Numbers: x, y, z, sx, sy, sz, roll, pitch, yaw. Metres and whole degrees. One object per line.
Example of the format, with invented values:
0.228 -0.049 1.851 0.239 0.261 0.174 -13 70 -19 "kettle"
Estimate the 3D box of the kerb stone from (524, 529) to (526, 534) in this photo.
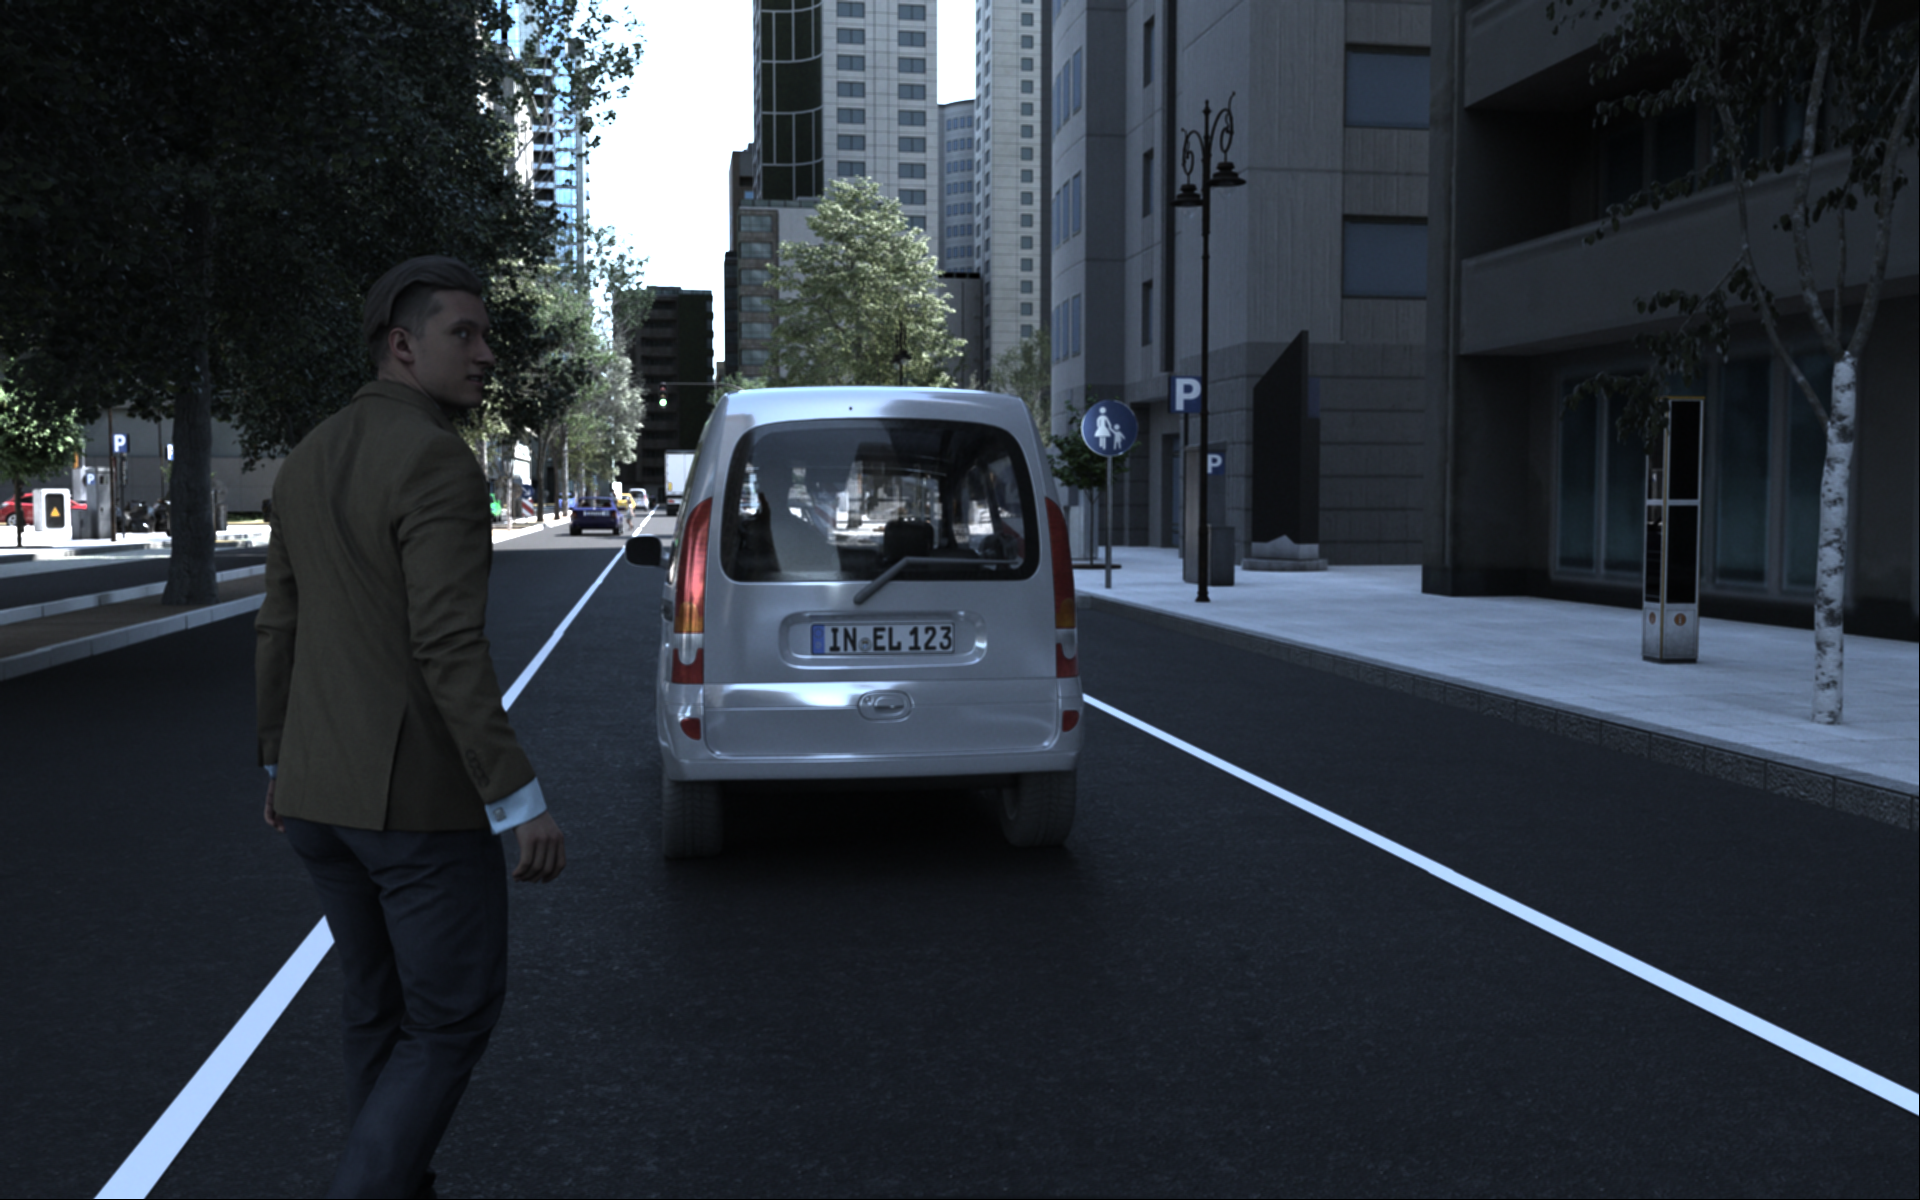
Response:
-15.563 -2.392 61.388 0.120 0.150 1.000 -1 4 -10 "kerb stone"

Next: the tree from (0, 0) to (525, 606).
-9.993 -6.912 22.126 9.857 13.997 8.962 0 3 0 "tree"

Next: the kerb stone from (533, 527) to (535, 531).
-16.241 -2.644 65.431 0.120 0.150 1.000 -1 4 -10 "kerb stone"

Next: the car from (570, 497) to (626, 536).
-12.815 -2.971 61.152 1.945 1.354 3.894 -1 4 -9 "car"

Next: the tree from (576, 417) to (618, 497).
-30.506 -11.713 144.330 4.360 8.622 3.978 0 3 0 "tree"

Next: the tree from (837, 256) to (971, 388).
-1.912 -6.294 53.267 4.737 8.622 4.395 0 3 0 "tree"

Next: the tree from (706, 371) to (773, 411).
-17.505 -13.450 145.670 9.928 11.665 9.643 0 3 0 "tree"

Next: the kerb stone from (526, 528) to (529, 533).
-15.729 -2.458 62.399 0.120 0.150 1.000 -1 4 -10 "kerb stone"

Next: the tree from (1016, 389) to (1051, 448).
4.614 -10.078 115.141 4.360 8.622 3.978 0 3 0 "tree"

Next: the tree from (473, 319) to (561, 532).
-17.170 -6.907 65.743 4.360 8.622 3.978 0 3 0 "tree"

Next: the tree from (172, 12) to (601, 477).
-12.890 -7.243 37.891 9.611 12.733 9.660 0 3 0 "tree"

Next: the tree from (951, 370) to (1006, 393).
0.295 -9.390 103.892 4.360 8.622 3.978 0 3 0 "tree"

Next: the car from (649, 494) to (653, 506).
-39.029 -12.643 215.506 1.959 1.807 4.718 0 4 -8 "car"

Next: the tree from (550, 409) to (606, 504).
-26.051 -10.068 117.430 4.737 8.622 4.395 0 3 0 "tree"

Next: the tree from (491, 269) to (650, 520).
-21.920 -11.075 93.905 12.009 13.543 11.850 0 3 0 "tree"

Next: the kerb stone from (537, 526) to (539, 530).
-16.582 -2.761 67.447 0.120 0.150 1.000 -1 4 -10 "kerb stone"

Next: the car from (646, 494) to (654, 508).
-32.668 -10.209 178.721 2.131 1.459 4.920 -1 4 -9 "car"

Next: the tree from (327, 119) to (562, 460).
-14.639 -7.692 46.355 7.486 12.596 7.792 0 3 0 "tree"

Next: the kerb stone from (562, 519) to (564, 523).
-19.236 -3.725 83.098 0.120 0.150 1.000 -1 4 -10 "kerb stone"

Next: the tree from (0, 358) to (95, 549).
-22.599 -3.529 41.418 4.285 4.588 4.351 0 3 0 "tree"

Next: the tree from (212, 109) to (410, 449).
-11.274 -4.694 29.560 4.737 8.622 4.395 0 3 0 "tree"

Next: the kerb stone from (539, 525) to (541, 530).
-16.758 -2.827 68.453 0.120 0.150 1.000 -1 4 -10 "kerb stone"

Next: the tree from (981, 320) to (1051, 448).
3.703 -9.693 92.887 7.601 10.594 8.767 1 4 17 "tree"

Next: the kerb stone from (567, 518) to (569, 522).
-19.916 -3.973 87.146 0.120 0.150 1.000 -1 4 -10 "kerb stone"

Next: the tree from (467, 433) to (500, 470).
-39.902 -11.778 142.940 4.737 8.622 4.395 0 3 0 "tree"

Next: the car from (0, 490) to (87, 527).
-36.459 -3.744 70.255 4.494 1.783 2.155 -1 4 -8 "car"

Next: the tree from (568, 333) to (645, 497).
-29.424 -13.941 137.053 9.857 13.997 8.962 0 3 0 "tree"

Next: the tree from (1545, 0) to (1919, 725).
4.982 -3.626 9.649 4.360 8.622 3.978 0 3 0 "tree"

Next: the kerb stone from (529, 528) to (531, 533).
-15.901 -2.521 63.407 0.120 0.150 1.000 -1 4 -10 "kerb stone"

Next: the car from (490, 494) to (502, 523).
-24.324 -4.847 88.046 1.959 1.807 4.718 -1 4 -11 "car"

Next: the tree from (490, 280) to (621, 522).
-19.995 -9.441 82.573 9.928 11.665 9.643 0 3 0 "tree"

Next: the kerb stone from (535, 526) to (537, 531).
-16.416 -2.703 66.438 0.120 0.150 1.000 -1 4 -10 "kerb stone"

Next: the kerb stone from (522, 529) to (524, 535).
-15.391 -2.335 60.369 0.120 0.150 1.000 -1 4 -10 "kerb stone"

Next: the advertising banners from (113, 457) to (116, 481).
-40.278 -5.223 81.584 2.074 3.025 0.090 2 4 35 "advertising banners"

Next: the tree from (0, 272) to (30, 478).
-21.058 -5.270 36.535 4.737 8.622 4.395 0 3 0 "tree"

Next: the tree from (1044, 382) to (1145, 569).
2.268 -2.171 30.105 1.663 3.219 1.824 0 3 0 "tree"

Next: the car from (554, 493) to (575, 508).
-36.710 -9.265 161.078 1.945 1.707 3.694 -1 4 -11 "car"

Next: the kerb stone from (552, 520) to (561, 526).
-18.886 -3.594 81.084 0.120 0.150 1.000 -1 4 -10 "kerb stone"

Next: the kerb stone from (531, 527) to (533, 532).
-16.069 -2.582 64.415 0.120 0.150 1.000 -1 4 -10 "kerb stone"

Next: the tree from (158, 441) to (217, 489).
-24.705 -3.700 55.099 1.663 3.219 1.824 0 3 0 "tree"

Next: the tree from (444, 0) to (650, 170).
-16.980 -12.134 56.732 12.611 20.169 13.585 0 3 0 "tree"

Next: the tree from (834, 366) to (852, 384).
-5.690 -8.729 93.077 4.360 8.622 3.978 0 3 0 "tree"

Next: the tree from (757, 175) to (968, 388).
-3.452 -8.816 62.273 7.486 12.596 7.792 0 3 0 "tree"

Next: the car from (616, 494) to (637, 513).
-26.251 -7.637 135.089 2.015 1.641 3.980 -1 4 -9 "car"

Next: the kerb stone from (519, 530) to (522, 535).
-15.202 -2.273 59.357 0.120 0.150 1.000 -1 4 -10 "kerb stone"
